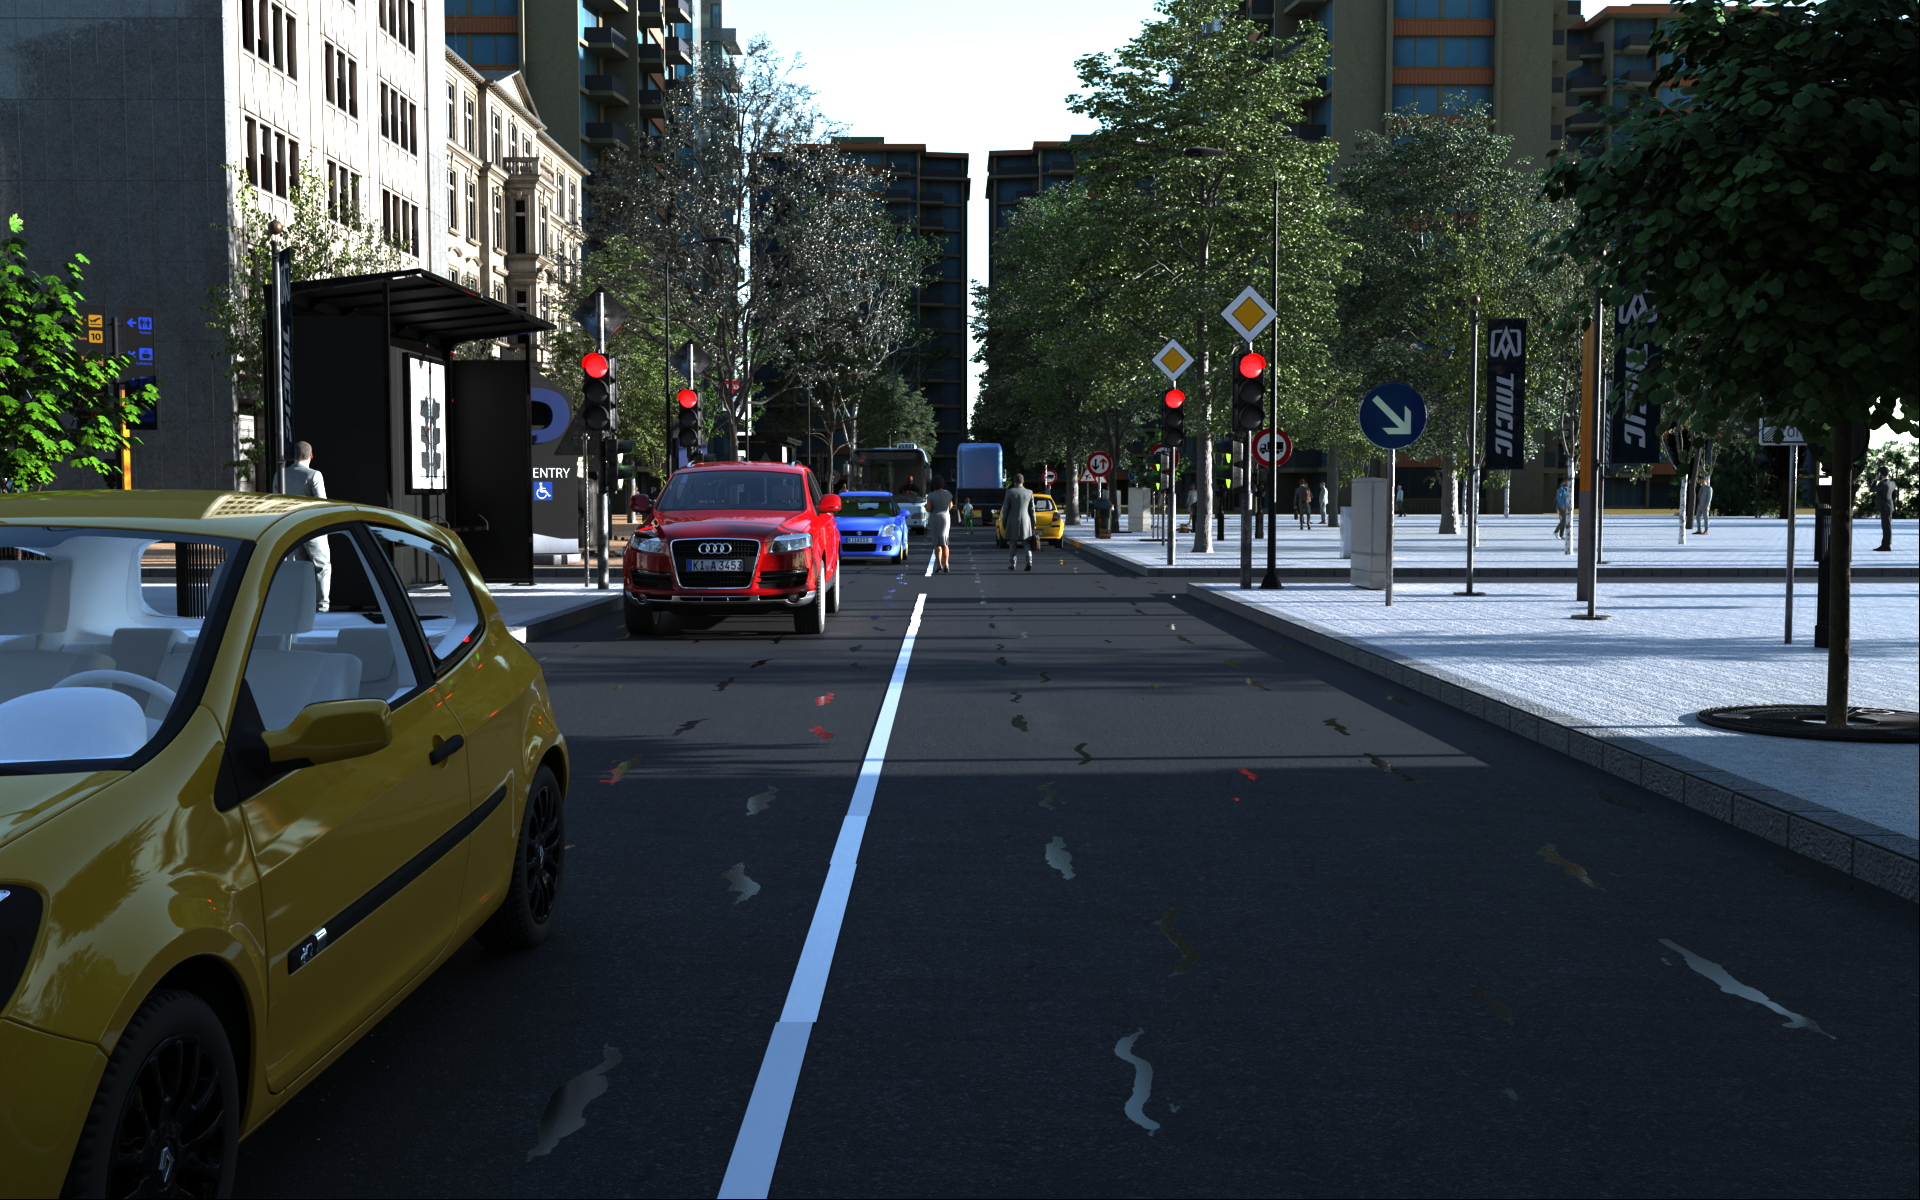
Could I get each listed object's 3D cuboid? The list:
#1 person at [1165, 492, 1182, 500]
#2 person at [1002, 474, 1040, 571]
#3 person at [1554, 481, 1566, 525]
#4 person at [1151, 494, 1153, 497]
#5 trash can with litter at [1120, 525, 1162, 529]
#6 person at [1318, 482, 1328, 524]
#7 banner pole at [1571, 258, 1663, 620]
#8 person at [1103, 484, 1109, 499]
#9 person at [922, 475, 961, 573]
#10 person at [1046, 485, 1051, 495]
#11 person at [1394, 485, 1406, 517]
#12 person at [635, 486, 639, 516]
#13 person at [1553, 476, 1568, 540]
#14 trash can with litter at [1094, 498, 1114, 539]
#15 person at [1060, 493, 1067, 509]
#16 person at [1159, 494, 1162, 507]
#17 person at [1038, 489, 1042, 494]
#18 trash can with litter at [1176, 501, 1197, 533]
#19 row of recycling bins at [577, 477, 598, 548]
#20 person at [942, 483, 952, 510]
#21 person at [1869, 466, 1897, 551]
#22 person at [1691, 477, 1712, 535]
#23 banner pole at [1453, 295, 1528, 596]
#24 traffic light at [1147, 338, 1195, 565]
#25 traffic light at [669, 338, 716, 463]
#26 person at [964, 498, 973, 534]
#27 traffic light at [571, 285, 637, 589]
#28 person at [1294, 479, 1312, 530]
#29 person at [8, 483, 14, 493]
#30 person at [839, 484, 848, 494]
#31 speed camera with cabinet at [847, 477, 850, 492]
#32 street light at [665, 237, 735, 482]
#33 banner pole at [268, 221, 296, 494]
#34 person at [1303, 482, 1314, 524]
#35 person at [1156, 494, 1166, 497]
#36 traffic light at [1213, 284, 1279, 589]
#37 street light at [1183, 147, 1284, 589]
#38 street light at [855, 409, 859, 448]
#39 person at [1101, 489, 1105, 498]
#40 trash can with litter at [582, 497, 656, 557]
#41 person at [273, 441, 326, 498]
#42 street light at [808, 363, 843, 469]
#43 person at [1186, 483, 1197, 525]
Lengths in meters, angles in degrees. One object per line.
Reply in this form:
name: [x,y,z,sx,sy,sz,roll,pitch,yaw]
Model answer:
person: [13.903,-6.522,113.508,1.217,1.723,0.721,1,4,8]
person: [1.123,-1.457,32.424,0.694,1.812,0.767,-1,4,-11]
person: [24.935,-4.014,71.766,0.616,1.811,0.778,2,4,30]
person: [19.343,-10.502,178.572,1.217,1.723,0.721,-1,4,-18]
trash can with litter: [6.936,-3.304,65.071,1.678,1.210,2.233,-1,4,-15]
person: [15.585,-4.169,74.304,0.391,1.810,0.635,0,4,8]
banner pole: [6.689,-1.686,17.580,0.863,3.779,0.401,2,4,33]
person: [6.509,-4.203,75.512,0.760,1.731,0.466,3,5,42]
person: [-0.334,-1.391,31.602,0.716,1.782,0.532,-2,4,-25]
person: [4.762,-5.414,94.911,0.444,1.785,0.601,0,4,-2]
person: [24.808,-5.573,97.641,0.515,1.767,0.782,0,4,-8]
person: [-18.389,-5.604,98.412,0.466,1.731,0.760,-3,5,-45]
person: [16.974,-2.594,48.803,0.601,1.785,0.444,-3,5,-43]
trash can with litter: [4.197,-2.354,49.879,0.624,1.170,1.055,0,4,-4]
person: [9.068,-8.638,150.508,0.697,1.427,0.421,0,4,4]
person: [19.874,-10.018,170.501,0.621,1.740,0.551,-1,4,-19]
person: [6.993,-8.734,149.623,1.217,1.735,0.721,0,4,4]
trash can with litter: [7.656,-2.789,56.981,1.055,1.170,0.624,-1,4,-15]
row of recycling bins: [-9.423,-2.196,43.016,1.069,1.692,3.534,0,4,-8]
person: [-0.533,-2.850,55.453,0.532,1.782,0.716,2,4,28]
person: [20.715,-2.049,38.902,0.474,1.900,0.648,3,5,42]
person: [23.603,-2.986,54.960,0.391,1.810,0.635,-1,4,-17]
banner pole: [6.691,-1.945,21.818,0.863,3.779,0.401,1,4,20]
traffic light: [3.819,-2.595,31.346,0.839,4.253,0.868,0,4,0]
traffic light: [-4.842,-2.591,31.290,0.839,4.253,0.868,0,4,0]
person: [0.303,-2.979,61.462,0.306,1.304,0.590,-1,4,-18]
traffic light: [-4.806,-2.103,23.305,0.839,4.253,0.868,0,4,0]
person: [12.320,-3.435,62.174,0.622,1.834,0.822,0,4,4]
person: [-19.511,-1.807,35.610,0.620,1.820,0.660,-1,4,-13]
person: [-5.684,-4.795,84.716,0.520,1.790,0.573,0,4,-5]
speed camera with cabinet: [-5.240,-5.696,87.462,0.660,3.252,2.038,0,4,6]
street light: [-4.754,-3.600,31.407,1.470,5.913,1.316,0,4,0]
banner pole: [-6.147,-1.575,15.769,0.401,3.779,0.863,-2,4,-32]
person: [15.047,-4.216,75.179,0.606,1.804,0.583,-3,5,-41]
person: [20.609,-10.400,176.799,1.217,1.736,0.721,1,4,15]
traffic light: [3.855,-2.106,23.361,0.839,4.253,0.868,0,4,0]
street light: [3.686,-3.107,23.347,1.470,5.913,1.316,0,4,0]
street light: [-4.962,-7.283,91.612,1.470,5.913,1.316,0,4,0]
person: [12.654,-8.857,151.589,0.721,1.736,1.217,2,4,24]
trash can with litter: [-7.288,-1.519,35.894,1.678,1.210,2.233,-1,4,-19]
person: [-6.575,-0.687,17.381,0.635,1.810,0.391,0,4,5]
street light: [-4.829,-5.442,61.510,1.470,5.913,1.316,0,4,0]
person: [9.592,-3.930,71.054,0.760,1.731,0.466,2,4,24]
